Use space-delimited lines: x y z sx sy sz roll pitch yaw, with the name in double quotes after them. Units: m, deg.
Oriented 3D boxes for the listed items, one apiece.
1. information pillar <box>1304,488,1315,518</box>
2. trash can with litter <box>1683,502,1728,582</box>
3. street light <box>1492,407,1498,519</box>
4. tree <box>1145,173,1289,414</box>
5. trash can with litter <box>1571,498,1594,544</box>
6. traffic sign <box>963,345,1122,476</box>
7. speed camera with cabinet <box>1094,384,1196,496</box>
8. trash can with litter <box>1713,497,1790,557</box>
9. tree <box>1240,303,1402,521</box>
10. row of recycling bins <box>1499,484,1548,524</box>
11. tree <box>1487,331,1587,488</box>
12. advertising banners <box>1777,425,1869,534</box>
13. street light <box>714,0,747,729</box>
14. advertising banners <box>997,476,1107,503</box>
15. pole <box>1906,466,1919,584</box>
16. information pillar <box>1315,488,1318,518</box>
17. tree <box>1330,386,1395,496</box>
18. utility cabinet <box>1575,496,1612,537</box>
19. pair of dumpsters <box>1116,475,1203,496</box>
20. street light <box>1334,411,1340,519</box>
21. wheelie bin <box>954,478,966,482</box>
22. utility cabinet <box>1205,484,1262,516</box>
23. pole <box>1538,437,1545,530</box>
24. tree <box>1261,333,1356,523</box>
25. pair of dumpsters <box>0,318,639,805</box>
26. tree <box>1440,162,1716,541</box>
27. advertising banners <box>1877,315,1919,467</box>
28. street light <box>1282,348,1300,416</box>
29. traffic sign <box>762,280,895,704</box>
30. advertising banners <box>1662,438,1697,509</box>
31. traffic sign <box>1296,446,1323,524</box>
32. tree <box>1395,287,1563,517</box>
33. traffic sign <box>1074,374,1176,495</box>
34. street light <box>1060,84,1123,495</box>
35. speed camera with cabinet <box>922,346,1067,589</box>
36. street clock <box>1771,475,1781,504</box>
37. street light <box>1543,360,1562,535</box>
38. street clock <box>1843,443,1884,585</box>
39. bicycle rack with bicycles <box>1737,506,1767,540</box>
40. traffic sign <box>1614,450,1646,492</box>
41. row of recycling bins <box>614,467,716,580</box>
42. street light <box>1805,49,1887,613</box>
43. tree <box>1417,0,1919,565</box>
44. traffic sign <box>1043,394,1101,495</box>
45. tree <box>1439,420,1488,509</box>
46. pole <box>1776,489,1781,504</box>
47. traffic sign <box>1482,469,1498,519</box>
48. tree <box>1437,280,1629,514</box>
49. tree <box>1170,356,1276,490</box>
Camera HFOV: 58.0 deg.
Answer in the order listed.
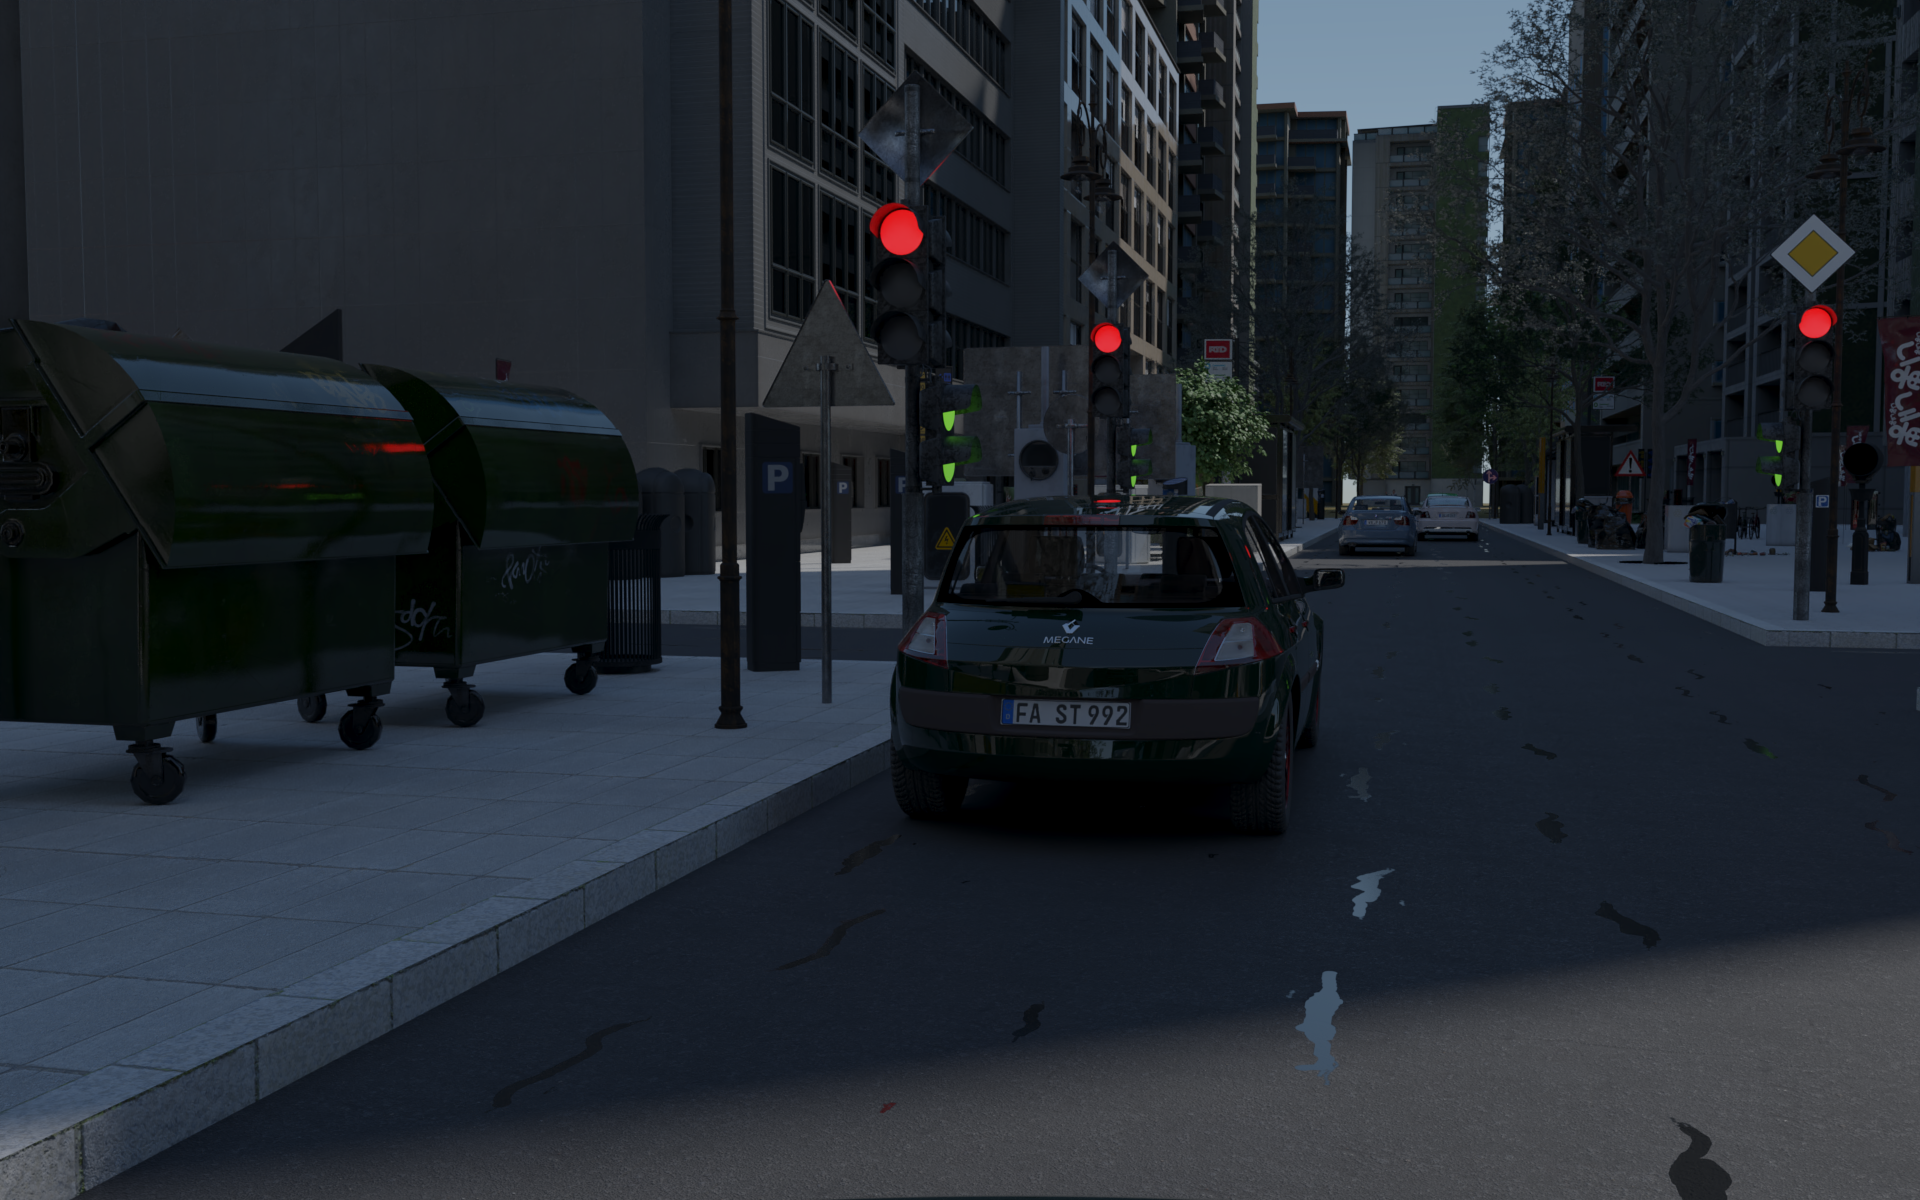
18.384 -6.127 91.525 0.504 3.616 0.183 -2 4 -34 "information pillar"
10.853 -0.854 25.356 0.624 1.170 1.055 1 4 16 "trash can with litter"
27.679 -7.135 89.444 0.468 5.910 1.993 1 4 14 "street light"
12.516 -9.493 65.579 12.009 13.543 11.850 0 3 0 "tree"
16.352 -2.032 44.610 1.055 1.170 0.624 -1 4 -10 "trash can with litter"
1.113 -1.832 23.831 2.265 3.308 0.079 1 4 19 "traffic sign"
3.329 -2.276 31.552 0.660 3.252 2.038 -3 5 -42 "speed camera with cabinet"
16.475 -1.547 36.355 2.233 1.210 1.678 0 4 -4 "trash can with litter"
17.095 -9.146 83.946 8.767 10.594 7.601 0 4 2 "tree"
24.673 -4.181 75.475 3.534 1.692 1.069 -3 5 -44 "row of recycling bins"
24.254 -7.484 72.728 4.737 8.622 4.395 0 3 0 "tree"
22.152 -2.954 44.493 2.074 3.025 0.090 2 4 29 "advertising banners"
-1.260 -2.236 9.347 0.468 5.910 1.993 1 4 14 "street light"
1.631 -1.945 27.992 2.074 3.025 0.090 1 4 10 "advertising banners"
13.645 -1.884 24.654 0.158 3.312 0.155 0 3 0 "pole"
18.793 -6.148 91.869 0.504 3.616 0.183 3 4 38 "information pillar"
35.628 -14.315 152.180 7.486 12.596 7.792 0 3 0 "tree"
19.011 -2.492 51.912 1.020 1.237 0.306 1 4 10 "utility cabinet"
3.931 -1.998 35.154 1.574 2.255 4.437 1 4 14 "pair of dumpsters"
19.575 -7.164 89.912 0.468 5.910 1.993 1 4 14 "street light"
-0.235 -1.630 34.558 0.980 1.594 0.693 0 4 -7 "wheelie bin"
5.932 -1.771 37.643 1.173 1.500 0.318 2 4 26 "utility cabinet"
20.921 -4.187 62.300 0.158 3.312 0.155 0 3 0 "pole"
15.086 -7.719 76.574 4.737 8.622 4.395 0 3 0 "tree"
-3.323 -0.407 9.152 1.574 2.255 4.437 1 4 15 "pair of dumpsters"
16.528 -6.867 46.694 7.601 10.594 8.767 1 4 21 "tree"
9.858 -1.245 16.542 2.074 3.025 0.090 3 5 39 "advertising banners"
10.504 -5.030 55.024 0.468 5.910 1.993 1 4 14 "street light"
-0.816 -0.645 10.550 0.884 2.594 0.081 1 4 21 "traffic sign"
22.949 -3.620 55.372 0.090 3.025 2.074 0 4 -7 "advertising banners"
14.231 -4.860 73.335 2.265 3.308 0.079 2 4 24 "traffic sign"
29.277 -10.836 95.298 7.486 12.596 7.792 0 3 0 "tree"
2.545 -2.185 29.602 2.265 3.308 0.079 1 4 15 "traffic sign"
1.528 -2.894 20.111 0.468 5.910 1.993 1 4 14 "street light"
0.431 -1.771 23.291 2.038 3.252 0.660 1 4 13 "speed camera with cabinet"
28.178 -3.367 59.614 0.471 2.002 0.358 3 4 39 "street clock"
18.326 -4.948 53.694 0.468 5.910 1.993 1 4 14 "street light"
12.731 -1.216 24.460 0.471 2.002 0.358 3 5 44 "street clock"
22.184 -2.254 50.230 2.852 0.926 2.925 3 5 40 "bicycle rack with bicycles"
19.822 -3.135 51.259 0.884 2.594 0.081 1 4 16 "traffic sign"
-4.997 -1.187 26.529 1.069 1.692 3.534 2 4 32 "row of recycling bins"
9.446 -2.803 18.618 0.468 5.910 1.993 1 4 14 "street light"
12.911 -7.406 31.452 12.009 13.543 11.850 0 3 0 "tree"
1.411 -1.348 22.143 0.768 2.556 0.104 1 4 22 "traffic sign"
43.415 -12.121 148.532 4.360 8.622 3.978 0 3 0 "tree"
31.218 -4.415 66.032 0.158 3.312 0.155 0 3 0 "pole"
26.744 -5.338 87.378 0.768 2.556 0.104 1 4 19 "traffic sign"
26.838 -9.503 81.133 9.928 11.665 9.643 0 3 0 "tree"
5.732 -3.494 40.837 4.285 4.588 4.351 0 3 0 "tree"
